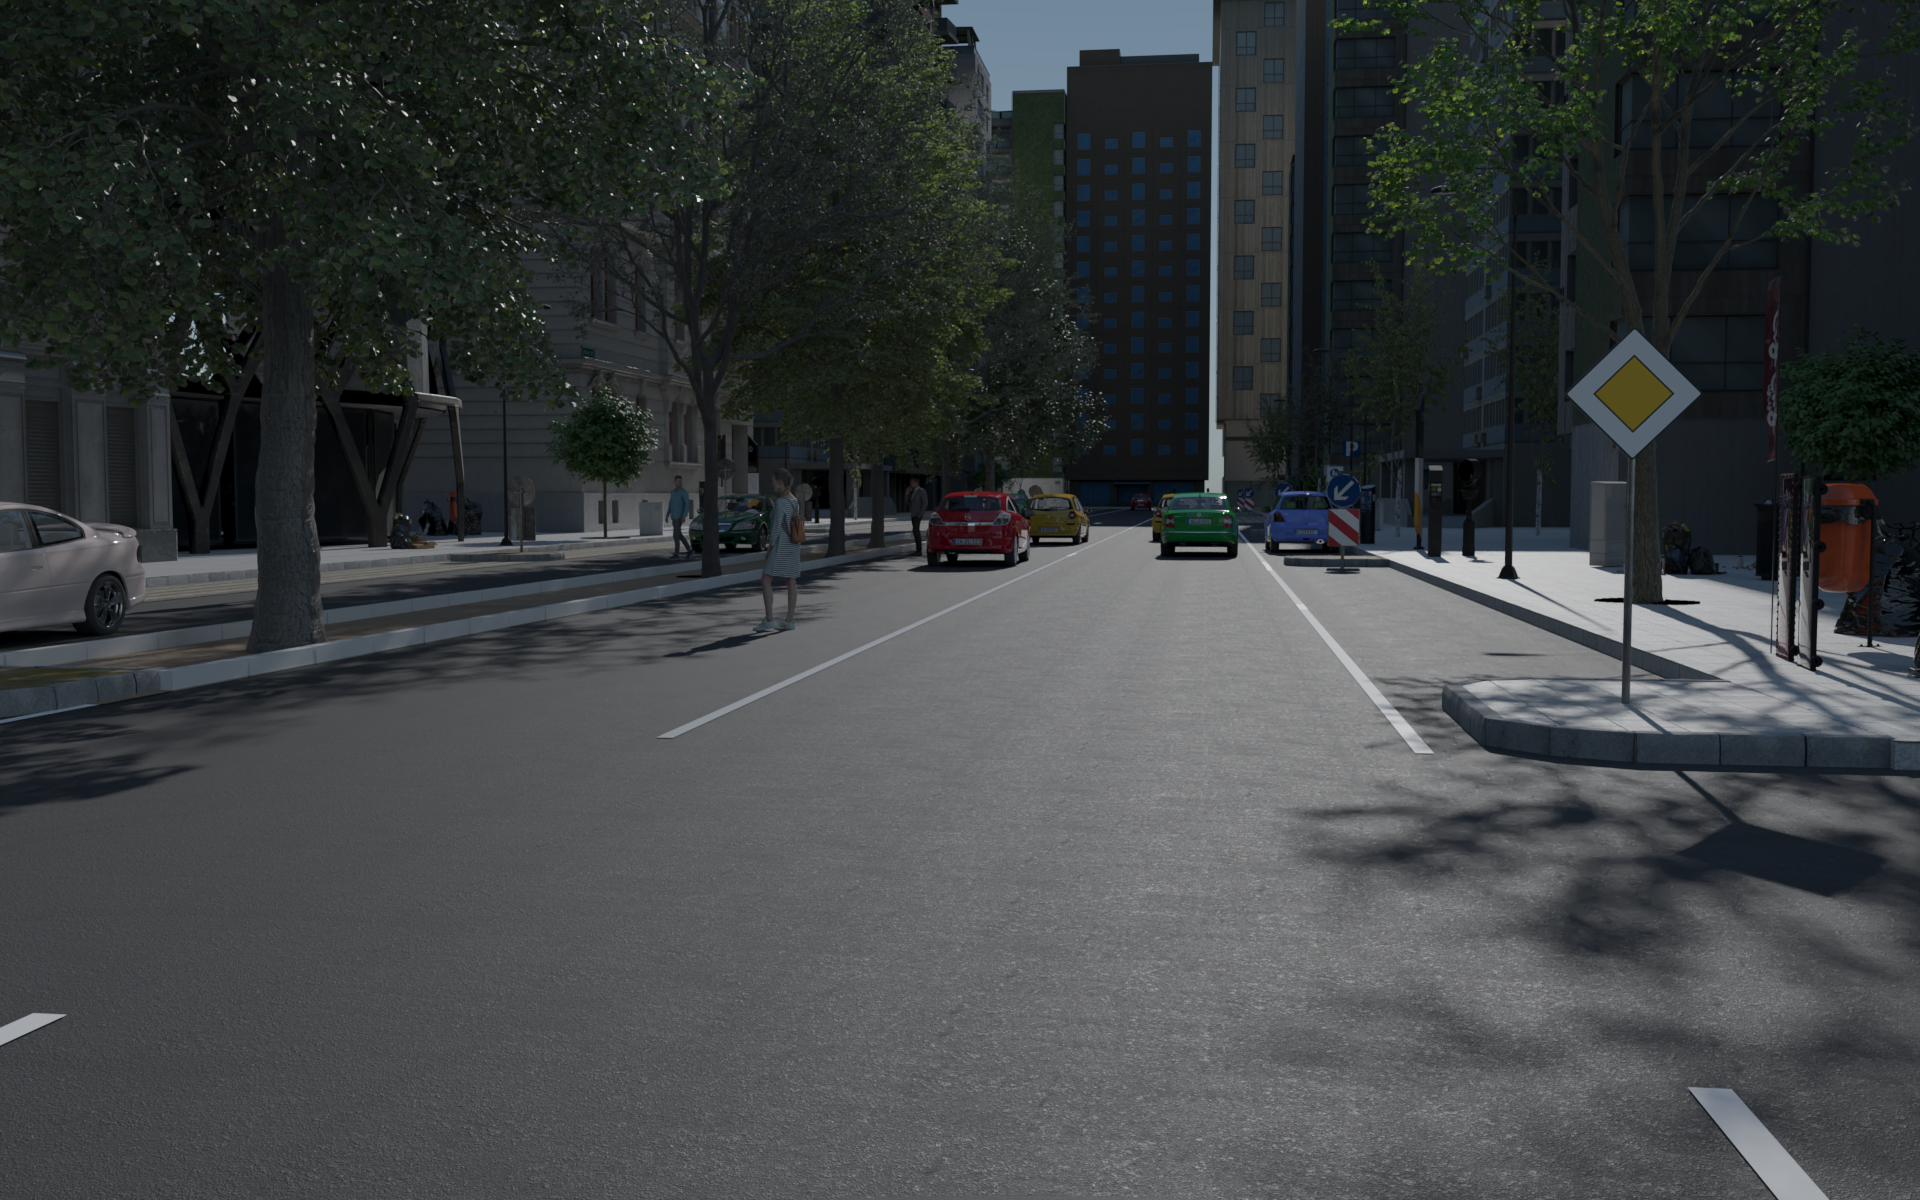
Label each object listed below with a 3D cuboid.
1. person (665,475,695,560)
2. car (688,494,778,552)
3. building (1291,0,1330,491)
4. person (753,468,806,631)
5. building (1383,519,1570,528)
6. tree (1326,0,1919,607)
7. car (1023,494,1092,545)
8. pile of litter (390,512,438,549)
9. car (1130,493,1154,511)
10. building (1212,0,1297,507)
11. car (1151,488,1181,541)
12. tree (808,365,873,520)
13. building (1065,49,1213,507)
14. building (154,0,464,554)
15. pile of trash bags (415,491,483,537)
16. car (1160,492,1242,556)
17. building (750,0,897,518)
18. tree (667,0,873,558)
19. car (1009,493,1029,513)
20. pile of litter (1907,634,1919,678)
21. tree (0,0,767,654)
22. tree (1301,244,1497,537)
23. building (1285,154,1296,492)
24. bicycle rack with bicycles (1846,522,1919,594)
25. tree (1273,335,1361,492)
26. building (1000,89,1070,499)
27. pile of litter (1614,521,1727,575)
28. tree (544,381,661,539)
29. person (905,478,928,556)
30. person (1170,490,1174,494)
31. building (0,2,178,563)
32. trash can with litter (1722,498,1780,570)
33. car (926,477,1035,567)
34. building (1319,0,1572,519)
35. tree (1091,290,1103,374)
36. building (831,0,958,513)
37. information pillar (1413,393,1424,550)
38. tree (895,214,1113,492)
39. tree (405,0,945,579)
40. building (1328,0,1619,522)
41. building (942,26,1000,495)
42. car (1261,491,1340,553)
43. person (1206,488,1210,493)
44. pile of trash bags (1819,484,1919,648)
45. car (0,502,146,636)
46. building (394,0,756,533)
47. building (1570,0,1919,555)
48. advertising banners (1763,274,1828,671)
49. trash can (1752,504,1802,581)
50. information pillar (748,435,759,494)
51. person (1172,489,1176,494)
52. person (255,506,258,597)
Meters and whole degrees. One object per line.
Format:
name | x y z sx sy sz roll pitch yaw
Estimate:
person | -6.076 -1.799 37.776 0.748 1.841 0.638 -2 4 -35
car | -5.537 -1.999 44.484 2.131 1.459 4.920 1 4 9
building | 33.328 -29.634 134.634 14.600 45.320 14.200 0 4 8
person | -1.867 -0.538 18.302 0.522 1.701 0.512 1 4 18
building | 34.045 -23.106 69.672 32.217 40.220 23.993 0 4 8
tree | 8.080 -5.775 20.177 9.928 11.665 9.643 0 3 0
car | 2.794 -2.458 50.407 2.015 1.641 3.980 1 4 9
pile of litter | -12.926 -1.649 40.923 1.176 0.858 1.719 0 4 1
car | 15.848 -8.685 151.038 2.155 1.783 4.494 0 4 8
building | 40.164 -36.226 181.528 27.495 52.752 28.713 0 4 8
car | 6.950 -2.685 54.116 2.015 1.641 3.980 1 4 10
tree | -5.366 -8.247 85.196 4.360 8.622 3.978 0 3 0
building | 18.518 -32.264 177.623 14.200 45.320 14.600 0 4 8
building | -21.774 -10.761 43.400 16.820 18.784 16.811 0 4 8
pile of trash bags | -15.723 -2.676 53.508 1.912 1.369 3.447 -1 4 -23
car | 5.723 -1.983 41.226 1.959 1.807 4.718 1 4 9
building | -20.883 -25.094 102.175 32.217 40.220 23.993 0 4 8
tree | -2.799 -7.221 38.655 7.486 12.596 7.792 0 3 0
car | 3.299 -5.830 104.119 1.959 1.807 4.718 0 4 7
pile of litter | 7.536 0.109 12.190 1.719 0.858 1.176 1 4 9
tree | -6.088 -6.498 15.348 9.857 13.997 8.962 0 3 0
tree | 13.176 -6.205 51.814 4.737 8.622 4.395 0 3 0
building | 35.208 -23.083 149.113 14.160 30.474 14.107 0 4 8
bicycle rack with bicycles | 12.293 -0.491 21.416 2.925 0.926 2.852 0 4 -6
tree | 16.774 -7.994 81.059 4.360 8.622 3.978 0 3 0
building | 4.477 -30.328 179.454 14.086 41.232 14.154 0 4 8
pile of litter | 11.441 -0.853 27.905 1.719 0.858 1.176 1 4 23
tree | -10.173 -4.053 49.973 4.285 4.588 4.351 0 3 0
person | -1.027 -1.942 40.436 0.473 1.802 0.592 -1 4 -14
person | 18.599 -8.737 151.295 1.348 1.831 0.705 0 4 -7
building | -20.912 -10.722 24.452 9.793 20.994 18.267 0 4 8
trash can with litter | 13.675 -1.109 29.183 1.678 1.210 2.233 0 4 5
car | 0.430 -1.637 35.801 2.155 1.783 4.494 0 4 7
building | 39.989 -25.854 114.592 32.217 40.220 23.993 0 4 8
tree | -0.453 -8.749 55.869 12.009 13.543 11.850 0 3 0
building | -12.100 -28.953 128.010 22.147 44.769 28.867 0 4 8
information pillar | 10.601 -2.974 39.975 0.183 3.616 0.504 2 4 27
tree | 1.217 -9.182 69.583 9.611 12.733 9.660 0 3 0
tree | -4.215 -7.099 28.899 12.009 13.543 11.850 0 3 0
building | 27.639 -19.923 97.436 14.160 30.474 14.107 0 4 8
building | -4.544 -28.861 155.474 14.086 41.232 14.154 0 4 8
car | 8.589 -2.081 43.614 1.945 1.707 3.694 0 4 7
person | 15.477 -6.081 108.023 1.348 1.812 0.705 -2 4 -25
pile of trash bags | 8.727 -0.348 15.450 3.447 1.369 1.912 -2 4 -31
car | -9.708 -0.244 16.358 2.083 1.381 4.827 0 4 7
building | -17.043 -17.188 68.418 14.401 28.519 23.554 0 4 8
building | 21.819 -16.505 41.558 14.160 30.474 14.107 0 4 8
advertising banners | 6.407 -1.050 13.354 0.090 3.025 2.074 1 4 14
trash can | 12.175 -0.862 25.754 0.748 1.137 0.748 0 3 0
information pillar | -8.212 -4.732 68.717 0.504 3.616 0.183 2 4 32
person | 15.151 -6.951 122.178 0.705 1.821 1.348 -2 4 -25
person | -9.268 -0.846 23.341 0.512 1.701 0.522 -1 4 -10
